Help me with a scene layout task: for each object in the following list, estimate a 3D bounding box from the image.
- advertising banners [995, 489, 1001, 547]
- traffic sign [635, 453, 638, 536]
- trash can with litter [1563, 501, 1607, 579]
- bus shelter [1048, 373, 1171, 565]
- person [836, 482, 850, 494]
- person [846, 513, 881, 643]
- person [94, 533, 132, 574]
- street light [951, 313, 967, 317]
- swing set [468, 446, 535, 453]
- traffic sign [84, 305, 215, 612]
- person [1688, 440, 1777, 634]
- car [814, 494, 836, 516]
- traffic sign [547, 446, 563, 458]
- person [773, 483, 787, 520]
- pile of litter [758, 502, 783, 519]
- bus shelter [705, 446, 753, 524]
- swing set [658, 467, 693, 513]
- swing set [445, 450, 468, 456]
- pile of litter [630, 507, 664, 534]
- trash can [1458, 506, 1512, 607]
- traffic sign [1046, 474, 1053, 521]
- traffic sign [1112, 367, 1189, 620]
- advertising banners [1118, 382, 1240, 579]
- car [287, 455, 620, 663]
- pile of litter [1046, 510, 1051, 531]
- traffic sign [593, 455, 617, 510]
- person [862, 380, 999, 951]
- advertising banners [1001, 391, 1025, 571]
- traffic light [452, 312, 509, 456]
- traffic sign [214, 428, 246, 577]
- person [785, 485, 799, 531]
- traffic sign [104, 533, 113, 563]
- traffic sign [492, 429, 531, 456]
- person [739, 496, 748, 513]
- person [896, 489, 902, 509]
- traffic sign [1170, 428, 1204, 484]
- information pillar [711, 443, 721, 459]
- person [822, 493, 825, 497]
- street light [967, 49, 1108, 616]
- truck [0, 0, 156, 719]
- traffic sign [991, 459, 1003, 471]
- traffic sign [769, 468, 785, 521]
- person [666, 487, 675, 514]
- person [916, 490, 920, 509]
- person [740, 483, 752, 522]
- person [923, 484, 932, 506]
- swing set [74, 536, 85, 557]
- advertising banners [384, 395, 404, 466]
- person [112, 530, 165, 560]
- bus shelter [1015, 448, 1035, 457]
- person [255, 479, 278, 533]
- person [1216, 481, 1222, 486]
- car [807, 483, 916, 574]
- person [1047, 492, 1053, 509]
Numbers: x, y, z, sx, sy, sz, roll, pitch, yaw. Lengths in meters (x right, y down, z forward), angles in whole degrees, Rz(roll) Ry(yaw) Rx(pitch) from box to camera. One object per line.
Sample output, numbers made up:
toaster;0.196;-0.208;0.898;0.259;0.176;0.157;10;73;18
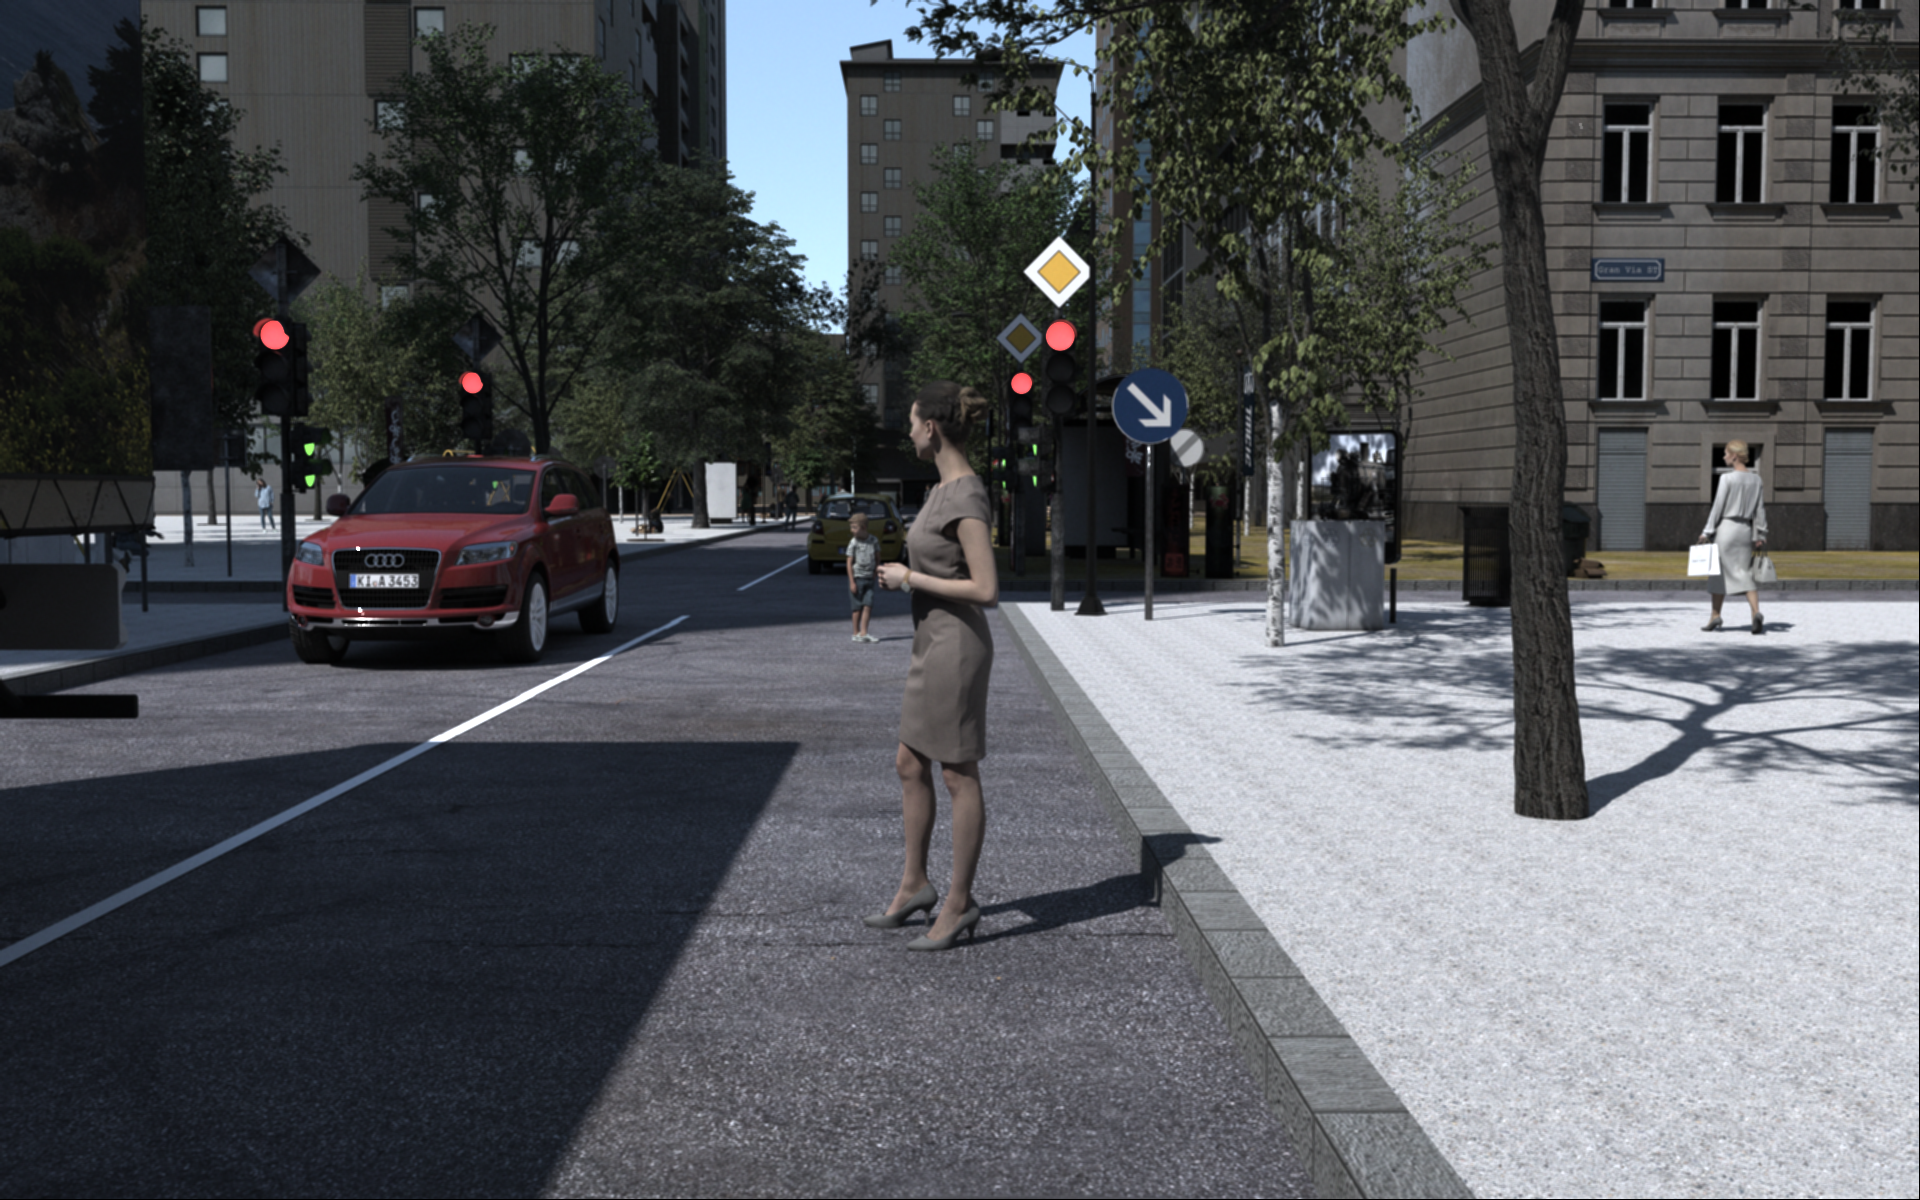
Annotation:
advertising banners;1.790;-2.776;41.573;2.074;3.025;0.090;2;4;28
traffic sign;-9.807;-3.213;52.544;0.884;2.594;0.081;0;4;0
trash can with litter;9.565;-0.932;26.630;0.624;1.170;1.055;-1;4;-15
bus shelter;2.762;-2.322;31.885;2.014;3.302;5.546;0;4;-1
person;-3.688;-2.821;54.812;0.511;1.800;0.466;-1;4;-13
person;-0.925;-0.218;16.747;0.332;1.250;0.352;1;4;14
person;-13.058;-1.260;26.527;0.514;1.842;0.818;3;4;36
street light;0.478;-4.400;44.476;1.470;5.913;1.316;0;4;-1
swing set;-13.886;-3.526;55.269;2.862;2.851;3.119;0;4;-7
traffic sign;-9.215;-1.527;18.836;2.265;3.308;0.079;0;4;5
person;7.125;-0.584;15.942;0.694;1.780;0.624;0;4;-1
car;-6.097;-4.574;84.564;2.009;1.686;4.222;0;4;-1
traffic sign;-10.924;-2.810;46.050;0.768;2.556;0.104;0;4;5
person;-8.862;-4.893;85.947;0.836;1.842;0.656;1;4;11
pile of litter;-10.052;-4.741;91.472;1.719;0.858;1.176;-2;4;-32
bus shelter;-10.271;-5.023;76.046;2.014;3.302;5.546;0;4;-1
swing set;-16.161;-6.280;100.303;2.862;2.851;3.119;-1;4;-16
swing set;-17.900;-3.989;62.834;2.862;2.851;3.119;1;4;12
pile of litter;-10.247;-2.609;56.618;1.176;0.858;1.719;1;4;12
trash can;6.082;-0.501;19.848;0.748;1.137;0.748;0;3;0
traffic sign;3.712;-4.552;74.422;0.884;2.594;0.081;0;4;6
traffic sign;1.922;-1.067;17.553;0.768;2.556;0.104;0;4;8
advertising banners;3.334;-1.859;26.587;2.074;3.025;0.090;2;4;35
car;-4.595;-0.472;16.385;2.281;1.827;5.304;0;4;0
pile of litter;3.210;-2.844;60.460;1.719;0.858;1.176;0;4;-5
traffic sign;-11.639;-3.467;56.796;0.768;2.556;0.104;0;4;0
person;-0.091;0.206;5.465;0.374;1.781;0.599;-1;4;-13
advertising banners;0.898;-1.997;28.846;0.090;3.025;2.074;0;4;-5
traffic light;-7.436;-2.316;26.792;0.839;4.253;0.868;0;4;-1
traffic sign;-11.354;-1.513;26.871;0.606;2.300;0.079;1;4;8
person;-6.555;-3.598;67.669;0.623;1.781;0.721;1;4;9
traffic sign;-9.152;-1.130;18.579;0.768;2.556;0.104;0;4;7
traffic sign;-8.729;-2.056;33.724;0.768;2.556;0.104;0;4;0
person;-14.828;-6.897;119.592;0.721;1.735;1.217;2;4;32
person;-4.530;-7.304;128.015;0.705;1.812;1.348;-1;4;-14
traffic sign;4.353;-2.054;33.688;0.768;2.556;0.104;0;4;5
information pillar;-11.143;-5.368;79.126;0.504;3.616;0.183;-2;4;-30
person;-14.010;-10.375;178.894;0.991;1.433;0.599;-1;4;-14
street light;0.853;-2.795;18.235;1.470;5.913;1.316;0;4;-1
truck;-4.460;-0.771;1.517;2.839;4.237;11.283;0;4;-1
traffic sign;1.464;-3.742;61.285;0.768;2.556;0.104;0;4;0
traffic sign;-8.814;-5.084;83.227;0.768;2.556;0.104;0;4;1
person;-18.556;-6.372;110.940;0.721;1.736;1.217;-2;4;-34
person;-4.096;-9.777;168.314;0.705;1.831;1.348;1;4;10
person;-9.812;-4.476;79.475;0.600;1.795;0.529;-3;4;-37
person;-1.140;-3.677;68.457;0.661;1.843;0.795;-3;5;-42
swing set;-18.562;-2.234;34.142;2.862;2.851;3.119;-1;4;-18
advertising banners;-9.412;-2.089;30.343;2.074;3.025;0.090;3;4;35
person;-16.168;-1.357;33.721;1.012;1.151;0.738;1;4;15
bus shelter;2.886;-5.435;80.142;1.731;3.624;6.357;0;4;-1
person;-22.851;-3.104;57.061;0.793;1.790;0.793;-3;5;-42
person;10.583;-3.972;71.167;0.466;1.800;0.511;0;4;-6
car;-1.852;-1.356;32.401;2.015;1.641;3.980;0;4;1
person;7.890;-8.486;148.013;0.991;1.433;0.599;1;4;22
